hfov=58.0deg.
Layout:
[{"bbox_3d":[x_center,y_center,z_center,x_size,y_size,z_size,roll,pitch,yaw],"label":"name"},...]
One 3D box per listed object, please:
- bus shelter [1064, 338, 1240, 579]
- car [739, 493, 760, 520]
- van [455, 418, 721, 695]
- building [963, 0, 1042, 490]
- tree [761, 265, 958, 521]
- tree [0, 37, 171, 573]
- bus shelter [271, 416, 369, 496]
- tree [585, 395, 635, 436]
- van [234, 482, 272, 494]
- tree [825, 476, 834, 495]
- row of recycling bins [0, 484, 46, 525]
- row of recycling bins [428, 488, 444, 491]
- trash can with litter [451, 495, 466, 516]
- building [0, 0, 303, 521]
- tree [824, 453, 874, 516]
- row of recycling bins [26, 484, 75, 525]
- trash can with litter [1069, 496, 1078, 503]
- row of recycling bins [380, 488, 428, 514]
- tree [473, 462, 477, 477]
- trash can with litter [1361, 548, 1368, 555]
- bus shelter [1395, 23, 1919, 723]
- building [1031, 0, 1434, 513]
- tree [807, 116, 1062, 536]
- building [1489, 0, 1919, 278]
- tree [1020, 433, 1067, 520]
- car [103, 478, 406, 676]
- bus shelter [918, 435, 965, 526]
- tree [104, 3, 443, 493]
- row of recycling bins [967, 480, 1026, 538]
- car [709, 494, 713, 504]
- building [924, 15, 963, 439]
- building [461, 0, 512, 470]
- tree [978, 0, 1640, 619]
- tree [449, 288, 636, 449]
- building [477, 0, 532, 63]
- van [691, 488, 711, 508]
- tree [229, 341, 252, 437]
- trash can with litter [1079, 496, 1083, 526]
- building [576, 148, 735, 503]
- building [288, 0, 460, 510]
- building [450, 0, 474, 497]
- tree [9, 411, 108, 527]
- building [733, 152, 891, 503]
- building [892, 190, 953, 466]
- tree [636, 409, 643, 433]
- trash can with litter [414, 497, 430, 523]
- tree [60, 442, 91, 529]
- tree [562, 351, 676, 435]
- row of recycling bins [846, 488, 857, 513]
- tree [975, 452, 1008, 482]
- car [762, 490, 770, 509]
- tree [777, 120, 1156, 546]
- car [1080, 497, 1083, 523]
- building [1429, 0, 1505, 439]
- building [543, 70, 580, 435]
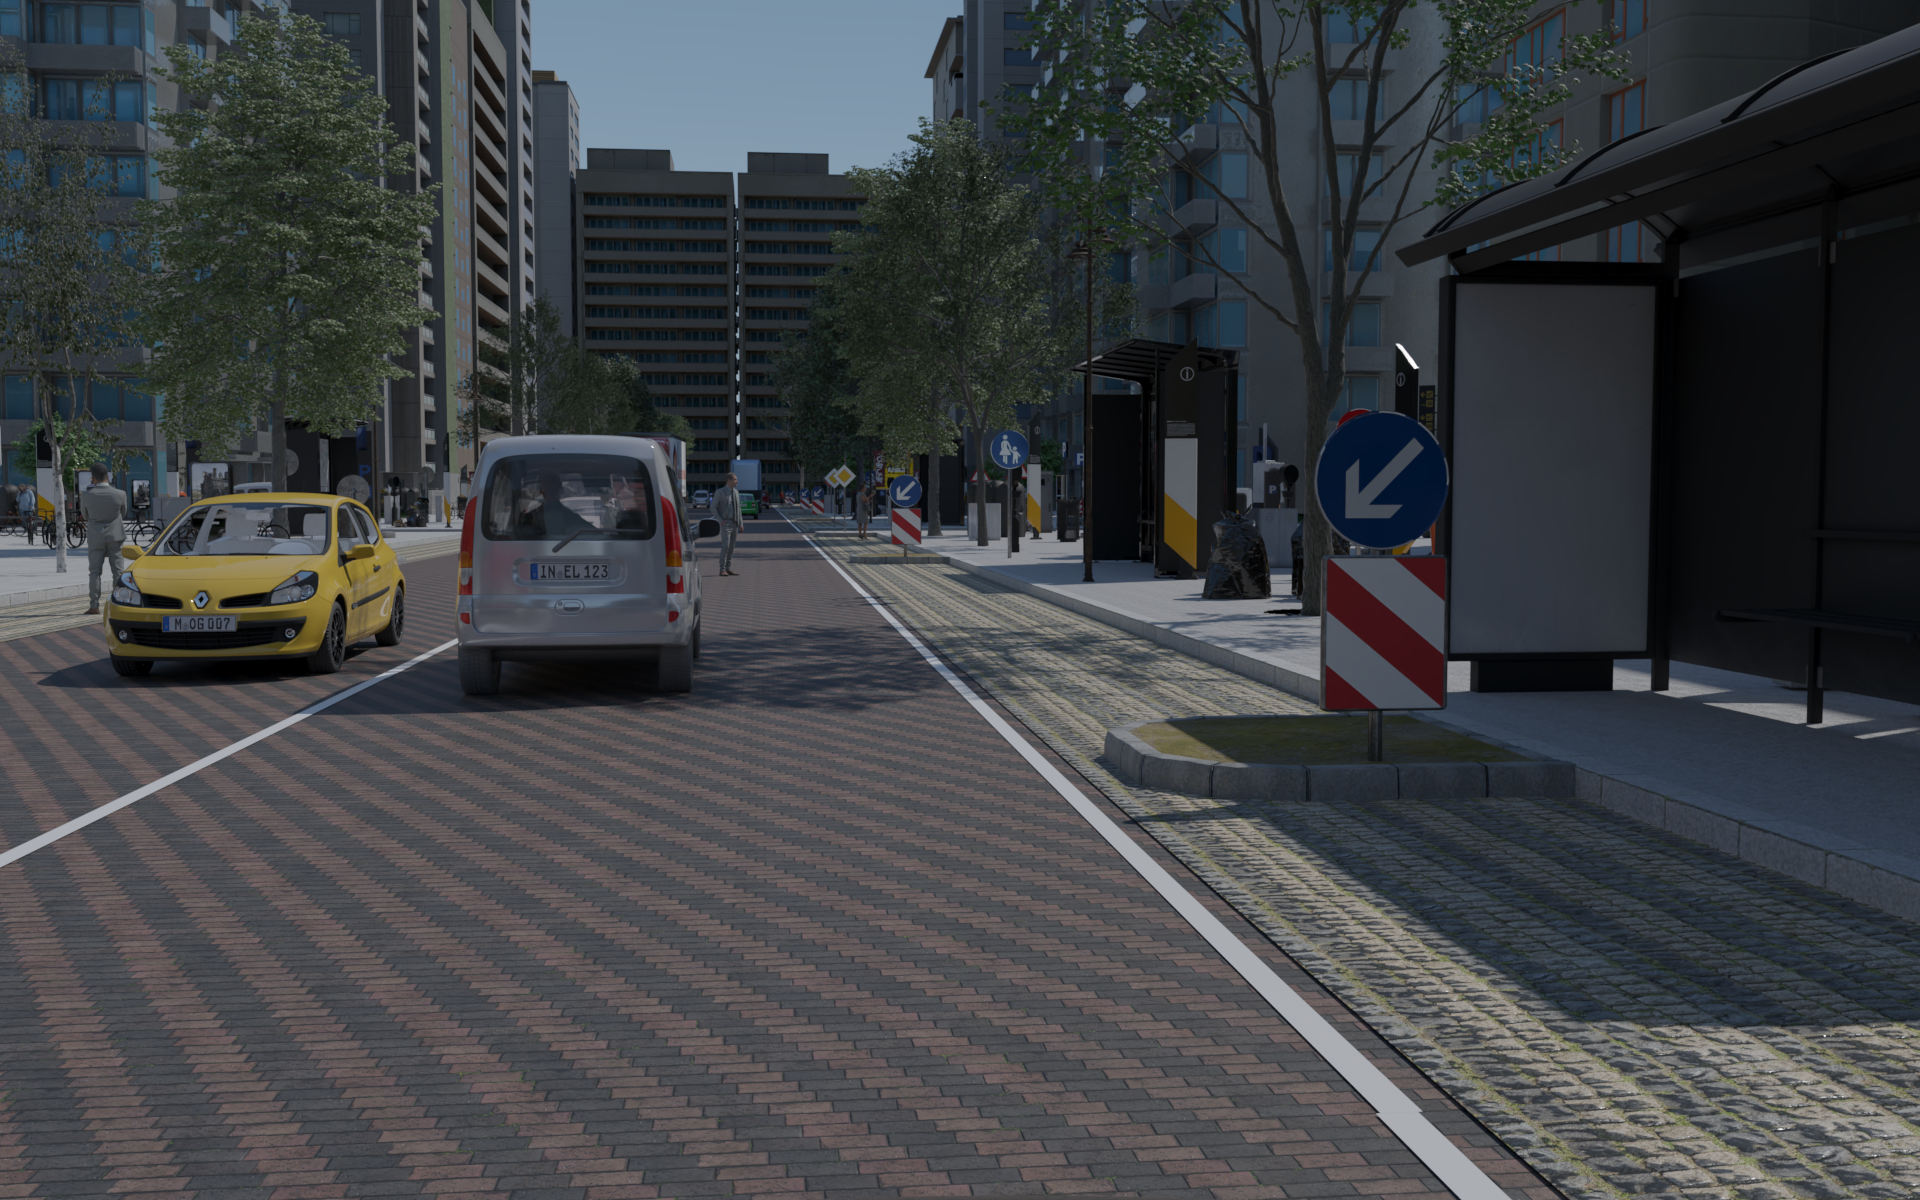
[{"bbox_3d":[3.128,-2.327,29.327,1.731,3.624,6.357,0,4,-6],"label":"bus shelter"},{"bbox_3d":[-12.313,-5.458,98.036,1.959,1.807,4.718,0,4,-6],"label":"car"},{"bbox_3d":[-2.927,-0.416,13.809,2.013,2.044,4.112,0,4,-7],"label":"van"},{"bbox_3d":[10.837,-37.983,163.020,21.231,58.520,28.212,0,4,-7],"label":"building"},{"bbox_3d":[-4.869,-10.227,84.217,9.611,12.733,9.660,0,3,0],"label":"tree"},{"bbox_3d":[-14.643,-4.737,27.805,4.360,8.622,3.978,0,3,0],"label":"tree"},{"bbox_3d":[-19.489,-3.799,53.399,1.731,3.624,6.357,0,4,-7],"label":"bus shelter"},{"bbox_3d":[-25.233,-10.586,123.446,4.360,8.622,3.978,0,3,0],"label":"tree"},{"bbox_3d":[-24.795,-3.242,60.022,4.112,2.044,2.013,0,4,-7],"label":"van"},{"bbox_3d":[-10.050,-11.290,134.959,4.360,8.622,3.978,0,3,0],"label":"tree"},{"bbox_3d":[-40.299,-4.034,73.062,3.534,1.692,1.069,2,4,24],"label":"row of recycling bins"},{"bbox_3d":[-35.390,-6.704,116.724,1.069,1.692,3.534,-3,4,-36],"label":"row of recycling bins"},{"bbox_3d":[-29.597,-5.527,101.422,2.233,1.210,1.678,-3,5,-40],"label":"trash can with litter"},{"bbox_3d":[-49.355,-28.959,93.091,23.786,49.044,30.456,0,4,-7],"label":"building"},{"bbox_3d":[-6.334,-7.229,101.900,4.285,4.588,4.351,0,3,0],"label":"tree"},{"bbox_3d":[-37.594,-3.977,72.142,1.069,1.692,3.534,-1,4,-10],"label":"row of recycling bins"},{"bbox_3d":[6.547,-5.584,102.683,0.624,1.170,1.055,-2,4,-25],"label":"trash can with litter"},{"bbox_3d":[-36.210,-6.410,111.914,3.534,1.692,1.069,2,4,31],"label":"row of recycling bins"},{"bbox_3d":[-34.840,-8.909,129.374,4.285,4.588,4.351,0,3,0],"label":"tree"},{"bbox_3d":[7.554,-1.186,30.785,1.055,1.170,0.624,-2,4,-26],"label":"trash can with litter"},{"bbox_3d":[4.152,-0.904,8.709,2.014,3.302,5.546,0,4,-7],"label":"bus shelter"},{"bbox_3d":[17.502,-31.121,128.436,23.786,49.044,30.456,0,4,-7],"label":"building"},{"bbox_3d":[-0.652,-8.201,52.208,7.486,12.596,7.792,0,3,0],"label":"tree"},{"bbox_3d":[28.742,-11.360,30.777,27.650,21.520,28.899,0,4,-7],"label":"building"},{"bbox_3d":[3.659,-6.225,85.486,4.285,4.588,4.351,0,3,0],"label":"tree"},{"bbox_3d":[-5.972,-0.289,14.948,2.015,1.641,3.980,0,4,-7],"label":"car"},{"bbox_3d":[-0.916,-4.930,71.893,1.731,3.624,6.357,0,4,-6],"label":"bus shelter"},{"bbox_3d":[-15.690,-7.496,40.682,7.486,12.596,7.792,0,3,0],"label":"tree"},{"bbox_3d":[1.055,-2.789,52.718,1.069,1.692,3.534,-1,4,-18],"label":"row of recycling bins"},{"bbox_3d":[-30.027,-12.377,211.946,1.945,1.707,3.694,0,4,-8],"label":"car"},{"bbox_3d":[11.624,-36.822,191.270,28.713,52.752,27.495,0,4,-7],"label":"building"},{"bbox_3d":[-54.310,-32.867,161.072,21.300,48.544,21.600,0,4,-7],"label":"building"},{"bbox_3d":[3.827,-5.652,18.168,9.928,11.665,9.643,0,3,0],"label":"tree"},{"bbox_3d":[-19.457,-8.781,77.984,7.601,10.594,8.767,0,4,1],"label":"tree"},{"bbox_3d":[-60.829,-39.443,186.897,28.212,58.520,21.231,0,4,-7],"label":"building"},{"bbox_3d":[-26.845,-10.573,179.872,2.013,2.044,4.112,0,4,-5],"label":"van"},{"bbox_3d":[-33.655,-7.749,77.056,4.360,8.622,3.978,0,3,0],"label":"tree"},{"bbox_3d":[4.798,-3.564,69.322,1.678,1.210,2.233,-2,4,-34],"label":"trash can with litter"},{"bbox_3d":[-42.508,-38.067,246.089,21.600,48.544,21.300,0,4,-7],"label":"building"},{"bbox_3d":[-46.131,-27.277,129.570,14.154,41.232,14.086,0,4,-7],"label":"building"},{"bbox_3d":[-48.891,-30.196,143.807,14.600,45.320,14.200,0,4,-7],"label":"building"},{"bbox_3d":[-35.386,-5.159,68.055,4.285,4.588,4.351,0,3,0],"label":"tree"},{"bbox_3d":[-21.074,-38.230,248.762,21.600,48.544,21.300,0,4,-7],"label":"building"},{"bbox_3d":[-2.923,-36.550,247.698,14.200,45.320,14.600,0,4,-7],"label":"building"},{"bbox_3d":[-23.203,-10.561,107.078,8.767,10.594,7.601,2,4,24],"label":"tree"},{"bbox_3d":[-23.746,-3.983,76.514,0.624,1.170,1.055,-1,4,-13],"label":"trash can with litter"},{"bbox_3d":[-33.328,-4.291,64.759,1.663,3.219,1.824,0,3,0],"label":"tree"},{"bbox_3d":[-27.581,-13.615,139.619,9.611,12.733,9.660,0,3,0],"label":"tree"},{"bbox_3d":[-7.676,-6.876,119.539,1.069,1.692,3.534,0,4,8],"label":"row of recycling bins"},{"bbox_3d":[1.209,-5.045,77.089,1.663,3.219,1.824,0,3,0],"label":"tree"},{"bbox_3d":[-19.258,-9.591,165.480,2.281,1.827,5.304,0,4,-6],"label":"car"},{"bbox_3d":[0.625,-6.617,42.604,8.767,10.594,7.601,0,4,6],"label":"tree"},{"bbox_3d":[6.977,-3.391,64.113,5.304,1.827,2.281,0,4,-5],"label":"car"},{"bbox_3d":[23.751,-28.878,91.762,30.456,49.044,23.786,0,4,-7],"label":"building"},{"bbox_3d":[-67.701,-42.877,243.030,28.212,58.520,21.231,0,4,-7],"label":"building"}]
